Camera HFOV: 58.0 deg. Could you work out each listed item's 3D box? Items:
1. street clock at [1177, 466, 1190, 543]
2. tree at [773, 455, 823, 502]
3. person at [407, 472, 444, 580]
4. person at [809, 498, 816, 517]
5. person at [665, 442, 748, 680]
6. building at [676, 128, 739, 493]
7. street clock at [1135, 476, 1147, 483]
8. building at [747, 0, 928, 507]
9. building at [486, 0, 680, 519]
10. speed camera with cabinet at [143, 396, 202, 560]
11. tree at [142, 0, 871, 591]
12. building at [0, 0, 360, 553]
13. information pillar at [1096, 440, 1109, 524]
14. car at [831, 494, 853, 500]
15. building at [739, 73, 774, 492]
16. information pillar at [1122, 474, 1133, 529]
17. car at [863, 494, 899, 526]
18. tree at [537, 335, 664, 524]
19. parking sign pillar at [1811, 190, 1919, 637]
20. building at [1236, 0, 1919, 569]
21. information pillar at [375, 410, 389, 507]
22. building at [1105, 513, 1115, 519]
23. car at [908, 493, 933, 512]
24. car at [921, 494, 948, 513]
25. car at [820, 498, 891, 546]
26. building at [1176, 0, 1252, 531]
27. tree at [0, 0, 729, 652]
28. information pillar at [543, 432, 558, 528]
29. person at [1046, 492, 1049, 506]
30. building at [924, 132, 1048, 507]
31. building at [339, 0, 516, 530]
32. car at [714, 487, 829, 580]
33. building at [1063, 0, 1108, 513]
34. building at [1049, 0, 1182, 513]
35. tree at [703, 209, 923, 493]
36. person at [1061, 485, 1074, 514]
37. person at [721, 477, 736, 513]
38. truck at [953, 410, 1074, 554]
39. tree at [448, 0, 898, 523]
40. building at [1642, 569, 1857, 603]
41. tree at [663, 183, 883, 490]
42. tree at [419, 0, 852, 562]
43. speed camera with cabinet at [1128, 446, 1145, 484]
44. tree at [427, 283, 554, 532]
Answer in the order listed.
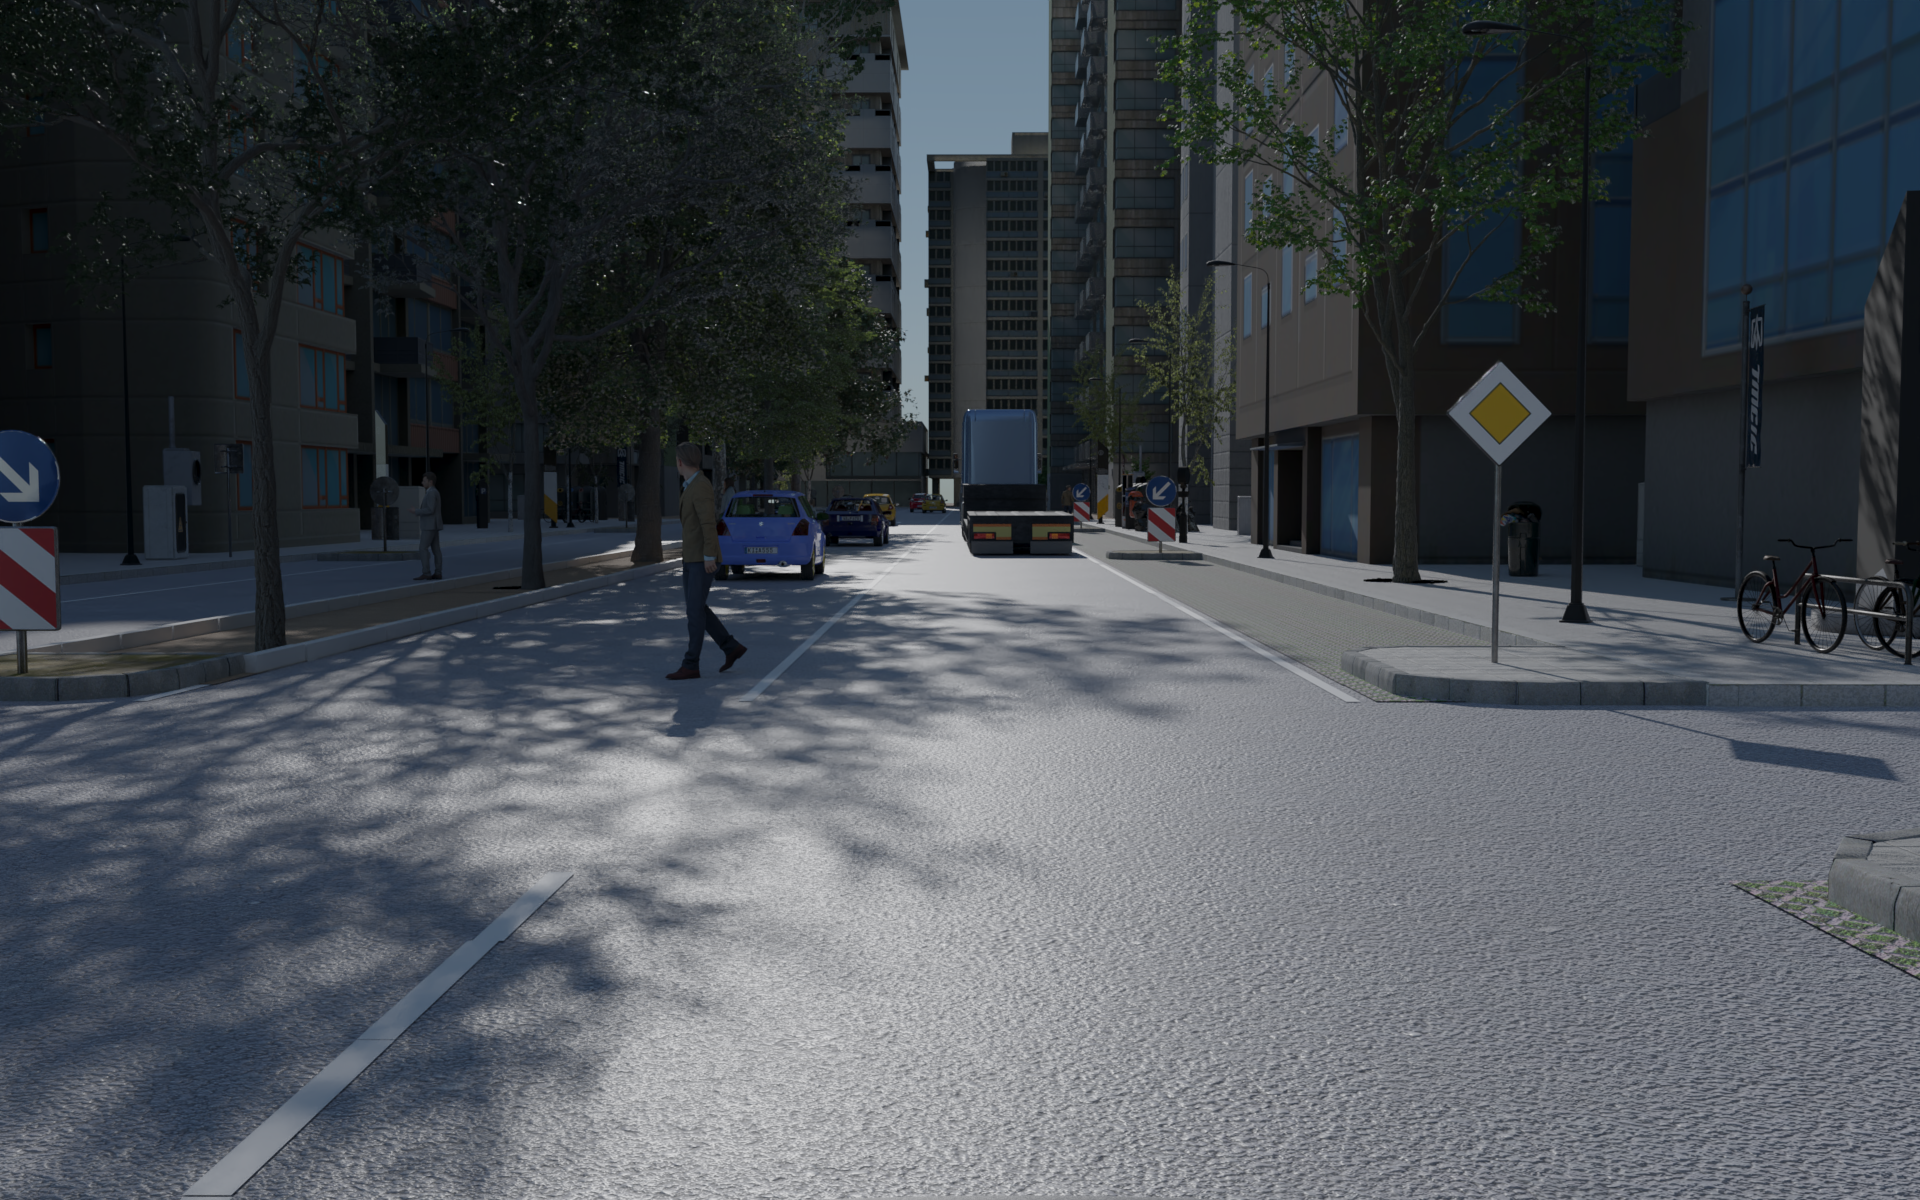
[{"bbox_3d":[5.870,-2.504,45.505,0.358,2.002,0.471,1,4,23],"label":"street clock"},{"bbox_3d":[-6.567,-7.472,74.993,4.360,8.622,3.978,0,3,0],"label":"tree"},{"bbox_3d":[-8.935,-1.239,28.961,0.583,1.804,0.606,-1,4,-12],"label":"person"},{"bbox_3d":[-4.574,-2.422,52.372,0.425,1.301,0.394,-2,4,-33],"label":"person"},{"bbox_3d":[-2.040,-0.320,13.640,0.656,1.842,0.836,3,5,43],"label":"person"},{"bbox_3d":[-22.068,-20.686,109.916,14.160,30.474,14.107,0,4,0],"label":"building"},{"bbox_3d":[7.234,-3.958,69.276,0.358,2.002,0.471,3,5,41],"label":"street clock"},{"bbox_3d":[-17.513,-36.453,185.251,27.495,52.752,28.713,0,4,0],"label":"building"},{"bbox_3d":[-23.810,-25.194,95.516,14.154,41.232,14.086,0,4,0],"label":"building"},{"bbox_3d":[-15.666,-2.455,34.472,0.660,3.252,2.038,-1,4,-9],"label":"speed camera with cabinet"},{"bbox_3d":[-6.357,-6.884,25.374,12.009,13.543,11.850,0,3,0],"label":"tree"},{"bbox_3d":[-30.004,-11.403,31.479,27.650,21.520,28.899,0,4,0],"label":"building"},{"bbox_3d":[6.133,-5.084,74.484,0.504,3.616,0.183,0,3,0],"label":"information pillar"},{"bbox_3d":[-9.253,-7.857,138.253,2.009,1.686,4.222,0,3,0],"label":"car"},{"bbox_3d":[-28.380,-27.871,147.573,23.993,40.220,32.217,0,4,0],"label":"building"},{"bbox_3d":[6.196,-3.643,64.055,0.304,2.012,0.304,-2,4,-35],"label":"information pillar"},{"bbox_3d":[-3.794,-4.224,79.290,2.015,1.641,3.980,0,4,-1],"label":"car"},{"bbox_3d":[-16.012,-7.636,75.211,4.360,8.622,3.978,0,3,0],"label":"tree"},{"bbox_3d":[8.756,-1.688,16.068,1.447,3.967,1.447,1,4,14],"label":"parking sign pillar"},{"bbox_3d":[14.038,-23.648,36.755,14.600,45.320,14.200,0,4,0],"label":"building"},{"bbox_3d":[-16.118,-3.484,48.311,0.504,3.616,0.183,3,5,39],"label":"information pillar"},{"bbox_3d":[15.057,-25.232,96.143,14.154,41.232,14.086,0,4,0],"label":"building"},{"bbox_3d":[-3.018,-7.786,136.348,2.155,1.783,4.494,0,4,0],"label":"car"},{"bbox_3d":[-1.935,-7.337,130.184,2.015,1.641,3.980,0,4,2],"label":"car"},{"bbox_3d":[-2.934,-2.213,48.767,1.945,1.354,3.894,0,4,1],"label":"car"},{"bbox_3d":[20.039,-32.482,73.082,21.231,58.520,28.212,0,4,0],"label":"building"},{"bbox_3d":[-6.159,-4.814,15.575,8.767,10.594,7.601,0,4,0],"label":"tree"},{"bbox_3d":[-15.428,-4.522,65.289,0.504,3.616,0.183,-1,4,-14],"label":"information pillar"},{"bbox_3d":[4.168,-4.709,85.333,0.795,1.843,0.661,3,4,36],"label":"person"},{"bbox_3d":[8.249,-30.375,188.508,23.993,40.220,32.217,0,4,0],"label":"building"},{"bbox_3d":[-30.611,-25.258,67.588,22.147,44.769,28.867,0,4,0],"label":"building"},{"bbox_3d":[-3.264,-1.251,30.047,1.945,1.707,3.694,0,4,-1],"label":"car"},{"bbox_3d":[19.423,-30.496,118.212,23.786,49.044,30.456,0,4,0],"label":"building"},{"bbox_3d":[14.090,-27.958,140.713,14.154,41.232,14.086,0,4,0],"label":"building"},{"bbox_3d":[-6.321,-8.992,66.485,9.611,12.733,9.660,0,3,0],"label":"tree"},{"bbox_3d":[5.107,-4.471,81.514,0.656,1.842,0.836,0,4,-3],"label":"person"},{"bbox_3d":[-4.935,-1.743,37.265,0.793,1.790,0.793,-3,5,-41],"label":"person"},{"bbox_3d":[1.332,-3.646,49.369,2.967,4.110,18.799,0,4,-1],"label":"truck"},{"bbox_3d":[-7.762,-11.569,47.505,12.611,20.169,13.585,0,3,0],"label":"tree"},{"bbox_3d":[17.172,-22.512,18.182,14.200,45.320,14.600,0,4,0],"label":"building"},{"bbox_3d":[-6.488,-8.396,57.858,7.486,12.596,7.792,0,3,0],"label":"tree"},{"bbox_3d":[-6.630,-7.784,36.374,9.857,13.997,8.962,0,3,0],"label":"tree"},{"bbox_3d":[7.130,-4.723,71.561,0.660,3.252,2.038,0,4,-6],"label":"speed camera with cabinet"},{"bbox_3d":[-15.426,-6.607,58.390,4.737,8.622,4.395,0,3,0],"label":"tree"}]
